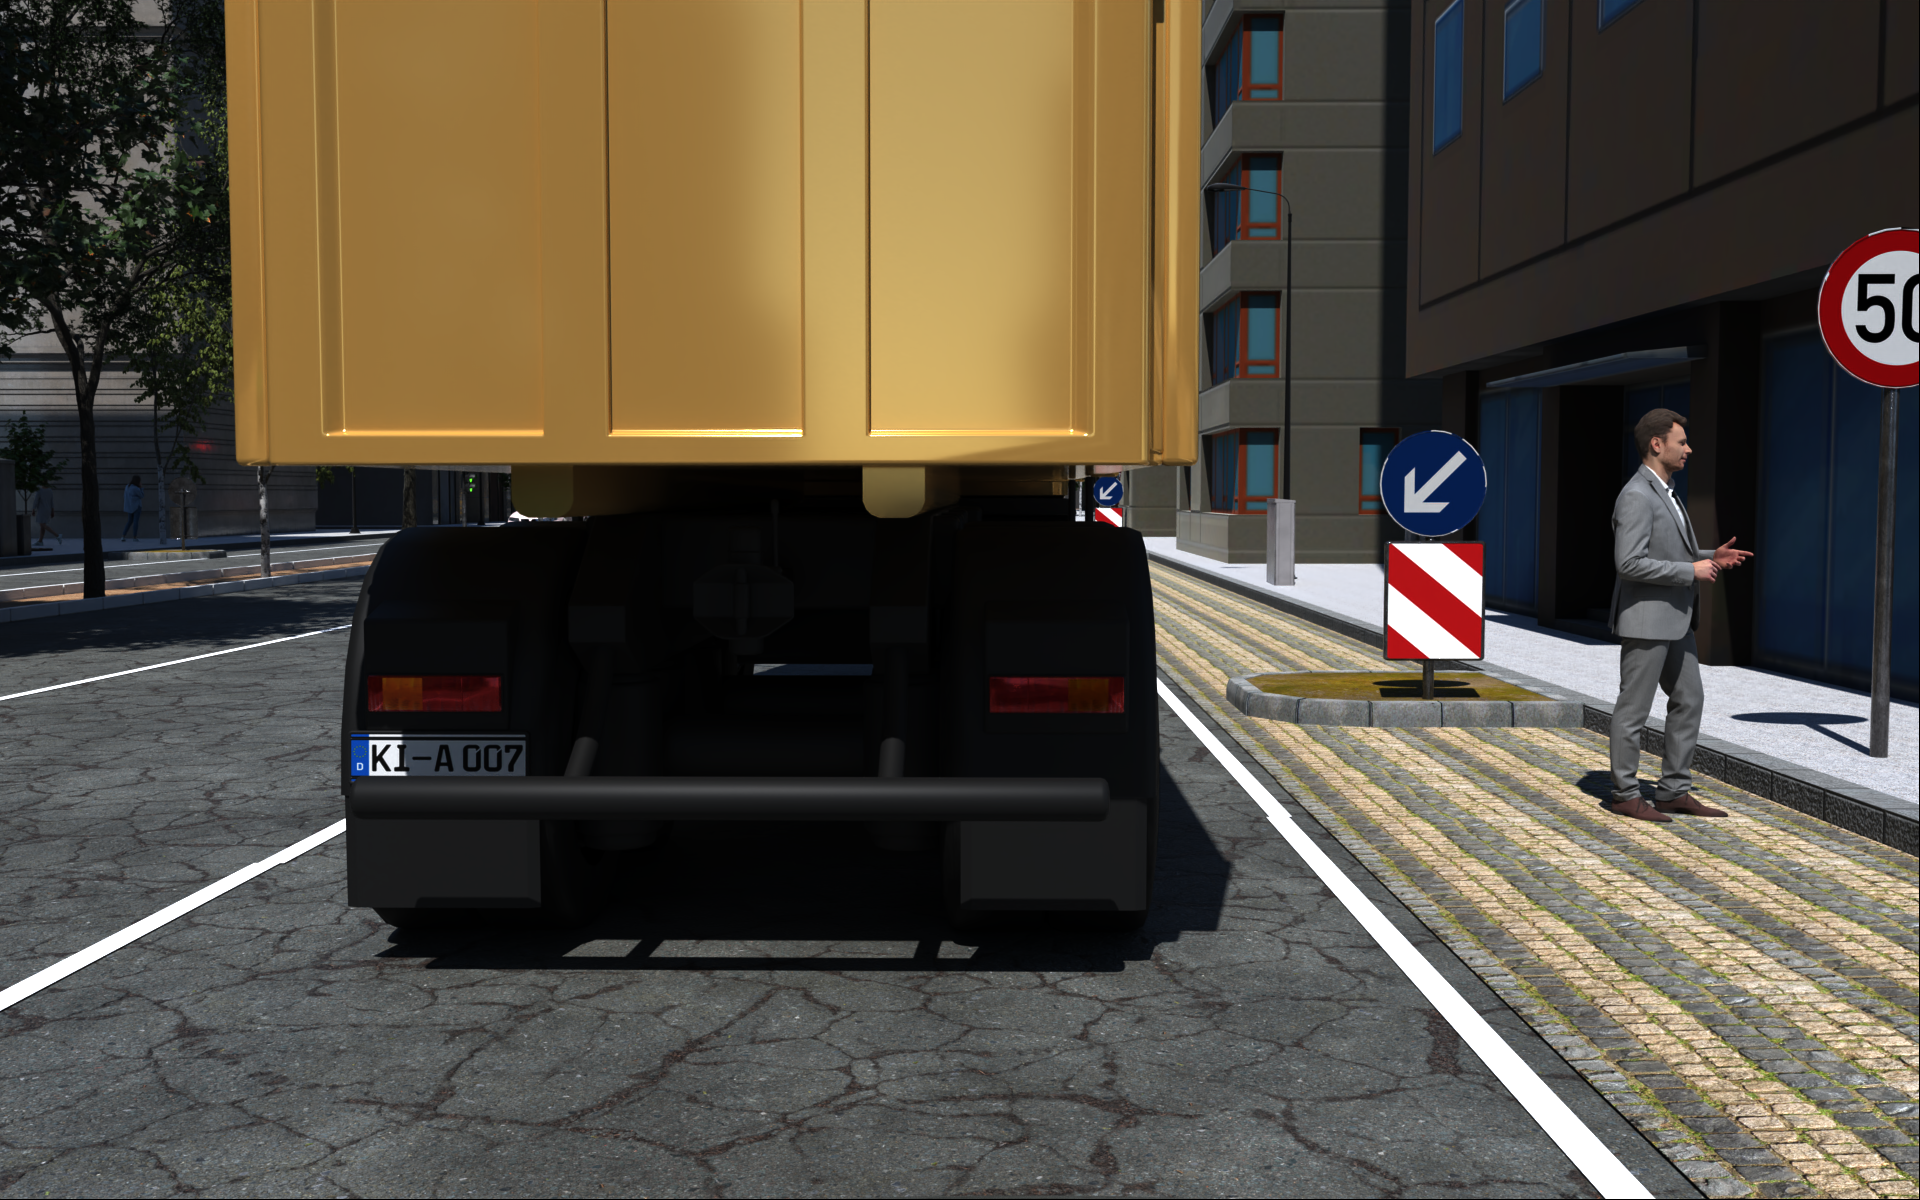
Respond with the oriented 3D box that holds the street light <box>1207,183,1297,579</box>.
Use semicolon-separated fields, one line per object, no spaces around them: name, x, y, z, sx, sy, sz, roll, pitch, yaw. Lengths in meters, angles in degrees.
street light;4.388;-3.272;26.038;1.470;5.913;1.316;0;4;1

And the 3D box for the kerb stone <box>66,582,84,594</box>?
kerb stone;-12.731;-0.173;25.017;0.120;0.150;1.000;0;4;1

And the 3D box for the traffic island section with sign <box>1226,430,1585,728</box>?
traffic island section with sign;2.833;-0.176;11.503;1.989;1.847;2.006;0;4;1

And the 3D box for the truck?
truck;-0.570;-0.818;9.300;3.469;3.379;9.791;0;4;1

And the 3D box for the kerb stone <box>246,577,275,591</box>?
kerb stone;-10.614;-0.237;26.065;0.120;0.150;1.000;0;4;1

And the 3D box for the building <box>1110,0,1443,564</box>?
building;18.923;-12.261;45.512;27.650;21.520;28.899;0;4;1

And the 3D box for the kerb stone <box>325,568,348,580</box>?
kerb stone;-10.583;-0.426;29.153;0.120;0.150;1.000;0;4;1

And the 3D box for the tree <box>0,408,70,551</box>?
tree;-21.018;-2.728;39.198;1.663;3.219;1.824;0;3;0

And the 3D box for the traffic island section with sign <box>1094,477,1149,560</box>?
traffic island section with sign;3.127;-1.824;38.457;1.989;1.847;2.006;0;4;1

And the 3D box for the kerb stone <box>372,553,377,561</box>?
kerb stone;-12.604;-0.925;37.315;0.120;0.150;1.000;0;4;1

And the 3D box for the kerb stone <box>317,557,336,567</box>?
kerb stone;-12.632;-0.732;34.236;0.120;0.150;1.000;0;4;1

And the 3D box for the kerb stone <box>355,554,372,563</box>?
kerb stone;-12.605;-0.856;36.285;0.120;0.150;1.000;0;4;1

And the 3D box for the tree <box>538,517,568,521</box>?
tree;-11.410;-5.934;49.833;4.737;8.622;4.395;0;3;0

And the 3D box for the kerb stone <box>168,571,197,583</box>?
kerb stone;-12.693;-0.360;28.082;0.120;0.150;1.000;0;4;1

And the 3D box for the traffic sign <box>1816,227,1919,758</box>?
traffic sign;4.487;-0.506;8.381;0.768;2.556;0.104;0;4;1

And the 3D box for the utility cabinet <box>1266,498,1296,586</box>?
utility cabinet;4.585;-0.830;24.727;0.306;1.237;1.020;0;4;4

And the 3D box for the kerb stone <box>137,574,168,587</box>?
kerb stone;-12.704;-0.298;27.060;0.120;0.150;1.000;0;4;1

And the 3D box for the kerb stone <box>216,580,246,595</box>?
kerb stone;-10.629;-0.174;25.043;0.120;0.150;1.000;0;4;1

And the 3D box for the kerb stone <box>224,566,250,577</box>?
kerb stone;-12.661;-0.485;30.133;0.120;0.150;1.000;0;4;1

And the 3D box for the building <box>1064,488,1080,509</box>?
building;14.338;-28.824;154.874;14.154;41.232;14.086;0;4;1

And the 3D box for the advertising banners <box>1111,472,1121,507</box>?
advertising banners;4.821;-3.497;53.357;0.090;3.025;2.074;0;4;-2

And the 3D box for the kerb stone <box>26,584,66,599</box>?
kerb stone;-12.750;-0.110;23.995;0.120;0.150;1.000;0;4;1

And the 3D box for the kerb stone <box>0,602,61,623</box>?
kerb stone;-10.688;0.140;19.906;0.120;0.150;1.000;0;4;1

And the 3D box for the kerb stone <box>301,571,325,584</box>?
kerb stone;-10.598;-0.363;28.130;0.120;0.150;1.000;0;4;1

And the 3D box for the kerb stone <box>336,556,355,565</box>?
kerb stone;-12.615;-0.796;35.260;0.120;0.150;1.000;0;4;1

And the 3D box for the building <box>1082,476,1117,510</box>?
building;19.239;-31.955;177.081;22.147;44.769;28.867;0;4;1

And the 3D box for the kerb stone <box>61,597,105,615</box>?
kerb stone;-10.673;0.078;20.931;0.120;0.150;1.000;0;4;1

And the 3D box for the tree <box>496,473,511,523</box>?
tree;-20.169;-5.117;78.265;1.663;3.219;1.824;0;3;0

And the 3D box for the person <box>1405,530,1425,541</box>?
person;7.637;-1.367;28.939;0.519;1.759;0.362;1;4;18

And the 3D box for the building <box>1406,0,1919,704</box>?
building;12.310;-22.192;12.952;14.600;45.320;14.200;0;4;1

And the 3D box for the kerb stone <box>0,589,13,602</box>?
kerb stone;-12.754;-0.045;22.973;0.120;0.150;1.000;0;4;1

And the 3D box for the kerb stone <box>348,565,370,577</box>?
kerb stone;-10.572;-0.489;30.188;0.120;0.150;1.000;0;4;1

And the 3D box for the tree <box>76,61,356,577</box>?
tree;-11.834;-4.667;29.125;4.737;8.622;4.395;0;3;0

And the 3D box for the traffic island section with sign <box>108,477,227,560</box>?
traffic island section with sign;-17.593;-1.839;38.693;1.989;1.847;2.006;0;4;1

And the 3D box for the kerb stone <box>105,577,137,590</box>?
kerb stone;-12.715;-0.227;26.039;0.120;0.150;1.000;0;4;1

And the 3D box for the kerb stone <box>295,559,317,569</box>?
kerb stone;-12.631;-0.671;33.209;0.120;0.150;1.000;0;4;1

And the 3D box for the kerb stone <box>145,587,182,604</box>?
kerb stone;-10.652;-0.048;22.981;0.120;0.150;1.000;0;4;1

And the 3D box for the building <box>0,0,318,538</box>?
building;-32.096;-13.350;54.434;21.152;22.565;11.583;0;4;1

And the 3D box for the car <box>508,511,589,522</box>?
car;-14.083;-2.881;59.468;2.083;1.381;4.827;0;4;2

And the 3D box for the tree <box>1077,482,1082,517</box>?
tree;6.709;-9.035;98.079;4.360;8.622;3.978;0;3;0

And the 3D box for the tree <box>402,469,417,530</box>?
tree;-11.640;-6.620;36.450;9.928;11.665;9.643;0;3;0

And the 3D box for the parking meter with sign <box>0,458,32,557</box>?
parking meter with sign;-19.609;-2.390;35.341;0.543;3.016;1.738;0;4;-2

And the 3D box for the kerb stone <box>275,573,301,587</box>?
kerb stone;-10.608;-0.298;27.100;0.120;0.150;1.000;0;4;1

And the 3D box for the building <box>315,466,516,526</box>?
building;-30.866;-17.262;86.756;19.350;26.468;34.151;0;4;1

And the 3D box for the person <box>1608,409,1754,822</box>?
person;3.117;0.071;7.546;0.583;1.804;0.606;2;4;32

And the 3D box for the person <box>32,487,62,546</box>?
person;-22.701;-2.217;43.042;0.760;1.731;0.466;0;4;-8

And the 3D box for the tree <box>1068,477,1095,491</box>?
tree;6.858;-7.375;104.289;4.285;4.588;4.351;0;3;0

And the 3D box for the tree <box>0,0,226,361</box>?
tree;-11.722;-5.785;14.052;9.611;12.733;9.660;0;3;0

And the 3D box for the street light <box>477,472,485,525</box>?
street light;-19.101;-6.014;70.870;1.470;5.913;1.316;0;4;1

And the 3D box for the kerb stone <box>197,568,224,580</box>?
kerb stone;-12.692;-0.421;29.105;0.120;0.150;1.000;0;4;1

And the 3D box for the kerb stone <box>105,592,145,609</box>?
kerb stone;-10.665;0.018;21.959;0.120;0.150;1.000;0;4;1

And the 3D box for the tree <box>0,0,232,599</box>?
tree;-11.350;-5.256;22.803;8.767;10.594;7.601;0;4;1

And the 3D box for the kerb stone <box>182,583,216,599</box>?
kerb stone;-10.640;-0.111;24.013;0.120;0.150;1.000;0;4;1

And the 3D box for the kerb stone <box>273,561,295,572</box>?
kerb stone;-12.656;-0.608;32.187;0.120;0.150;1.000;0;4;1

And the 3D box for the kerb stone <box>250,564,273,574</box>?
kerb stone;-12.666;-0.542;31.161;0.120;0.150;1.000;0;4;1

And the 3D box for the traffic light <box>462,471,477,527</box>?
traffic light;-17.623;-4.443;61.562;0.839;4.253;0.868;0;4;1

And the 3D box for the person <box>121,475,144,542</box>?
person;-22.401;-2.480;46.860;0.793;1.790;0.793;0;4;-7

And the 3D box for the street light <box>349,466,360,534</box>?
street light;-19.137;-5.113;56.141;1.470;5.913;1.316;0;4;1
